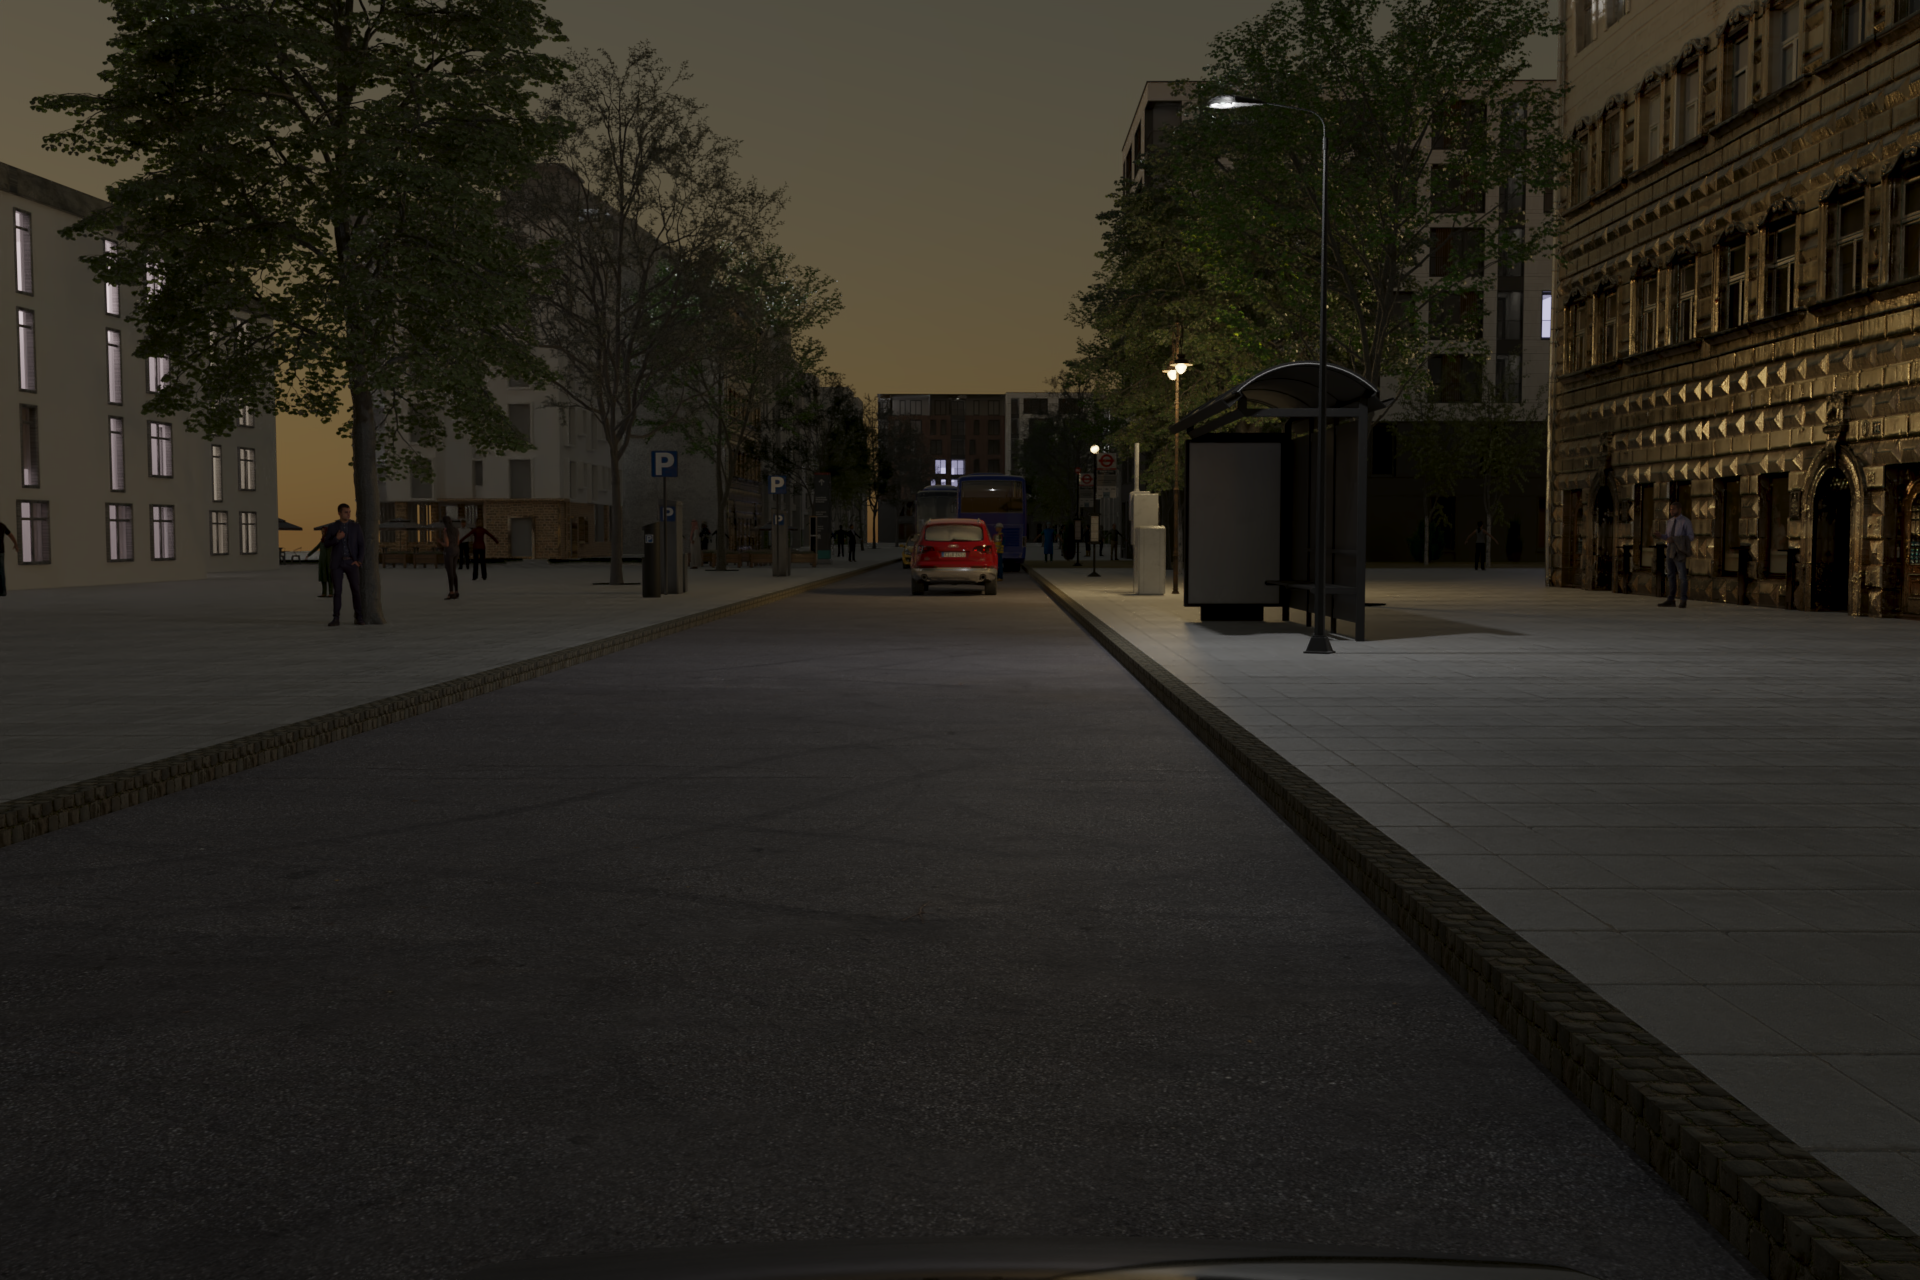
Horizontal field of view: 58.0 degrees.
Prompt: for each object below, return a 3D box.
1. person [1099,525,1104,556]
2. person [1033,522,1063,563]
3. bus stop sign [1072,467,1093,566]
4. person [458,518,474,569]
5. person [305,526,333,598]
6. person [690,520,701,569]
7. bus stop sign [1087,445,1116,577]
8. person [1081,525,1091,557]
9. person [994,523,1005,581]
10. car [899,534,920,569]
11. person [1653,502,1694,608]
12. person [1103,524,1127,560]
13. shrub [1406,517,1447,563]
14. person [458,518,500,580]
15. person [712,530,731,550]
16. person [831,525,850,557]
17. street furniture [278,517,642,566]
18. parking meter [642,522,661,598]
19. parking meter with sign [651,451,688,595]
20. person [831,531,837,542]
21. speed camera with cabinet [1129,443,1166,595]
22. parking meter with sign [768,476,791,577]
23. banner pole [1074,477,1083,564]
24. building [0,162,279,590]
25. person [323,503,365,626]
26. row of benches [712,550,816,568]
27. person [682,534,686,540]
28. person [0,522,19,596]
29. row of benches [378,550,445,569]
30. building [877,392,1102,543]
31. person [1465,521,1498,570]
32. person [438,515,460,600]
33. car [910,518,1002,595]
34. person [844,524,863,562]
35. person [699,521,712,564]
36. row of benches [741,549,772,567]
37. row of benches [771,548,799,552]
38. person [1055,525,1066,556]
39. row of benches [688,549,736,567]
[{"bbox_3d":[8.189,-5.738,99.947,0.705,1.813,1.348,0,4,-2],"label":"person"},{"bbox_3d":[3.949,-4.349,77.233,1.347,1.817,0.704,1,4,13],"label":"person"},{"bbox_3d":[4.940,-4.935,69.396,0.855,3.939,0.416,0,4,1],"label":"bus stop sign"},{"bbox_3d":[-17.968,-3.480,62.694,1.343,1.855,0.704,0,4,-5],"label":"person"},{"bbox_3d":[-12.855,-1.576,34.986,0.989,1.438,0.599,2,4,29],"label":"person"},{"bbox_3d":[-9.801,-3.527,63.812,0.704,1.811,1.347,-1,4,-11],"label":"person"},{"bbox_3d":[4.259,-3.871,51.995,0.855,3.939,0.416,0,4,1],"label":"bus stop sign"},{"bbox_3d":[7.224,-5.622,98.053,0.704,1.812,1.346,3,5,43],"label":"person"},{"bbox_3d":[1.102,-2.675,52.652,0.721,1.772,1.216,-1,4,-18],"label":"person"},{"bbox_3d":[-1.500,-3.796,72.292,2.015,1.641,3.980,0,4,1],"label":"car"},{"bbox_3d":[12.371,-1.482,30.135,0.599,1.838,0.709,-1,4,-22],"label":"person"},{"bbox_3d":[7.562,-4.805,84.832,1.348,1.796,0.705,-1,4,-23],"label":"person"},{"bbox_3d":[20.556,-4.423,76.359,1.661,2.075,1.752,0,3,0],"label":"shrub"},{"bbox_3d":[-13.379,-2.527,48.129,1.215,1.729,0.721,-2,4,-29],"label":"person"},{"bbox_3d":[-13.326,-5.477,95.772,1.346,1.802,0.704,0,4,5],"label":"person"},{"bbox_3d":[-6.709,-5.584,97.478,1.347,1.806,0.705,-1,4,-12],"label":"person"},{"bbox_3d":[-26.512,-4.301,75.345,27.439,1.986,14.083,-1,4,-13],"label":"street furniture"},{"bbox_3d":[-6.244,-1.628,35.023,0.372,1.533,0.369,0,3,0],"label":"parking meter"},{"bbox_3d":[-6.186,-2.502,37.167,0.543,3.016,1.738,0,3,0],"label":"parking meter with sign"},{"bbox_3d":[-6.077,-4.428,78.363,1.349,1.833,0.705,-3,5,-41],"label":"person"},{"bbox_3d":[4.023,-2.615,37.086,0.660,3.252,2.038,0,4,1],"label":"speed camera with cabinet"},{"bbox_3d":[-5.427,-3.439,52.485,0.543,3.016,1.738,0,4,1],"label":"parking meter with sign"},{"bbox_3d":[5.157,-5.203,75.078,0.401,3.779,0.863,0,4,0],"label":"banner pole"},{"bbox_3d":[-25.895,-6.554,49.301,9.099,9.664,28.070,0,4,1],"label":"building"},{"bbox_3d":[-8.614,-1.057,24.244,0.541,1.710,0.530,-1,4,-9],"label":"person"},{"bbox_3d":[-7.402,-3.100,66.154,4.104,0.672,1.422,-1,4,-12],"label":"row of benches"},{"bbox_3d":[-16.429,-5.852,101.609,0.705,1.837,1.347,1,4,17],"label":"person"},{"bbox_3d":[-19.843,-1.796,35.590,0.705,1.803,1.348,1,4,16],"label":"person"},{"bbox_3d":[-21.005,-3.036,65.101,4.104,0.672,1.422,1,4,22],"label":"row of benches"},{"bbox_3d":[4.044,-25.370,261.232,32.646,21.610,27.936,0,4,-2],"label":"building"},{"bbox_3d":[18.421,-3.328,61.220,1.217,1.737,0.721,3,4,38],"label":"person"},{"bbox_3d":[-10.009,-1.615,33.920,0.415,1.643,0.593,-1,4,-20],"label":"person"},{"bbox_3d":[-0.110,-2.047,42.142,2.281,1.827,5.304,0,4,1],"label":"car"},{"bbox_3d":[-4.934,-4.487,80.090,0.721,1.740,1.216,3,5,42],"label":"person"},{"bbox_3d":[-11.018,-4.205,74.524,0.705,1.856,1.354,-3,5,-42],"label":"person"},{"bbox_3d":[-8.116,-3.354,70.293,1.422,0.672,4.104,1,4,9],"label":"row of benches"},{"bbox_3d":[-7.851,-3.730,76.453,1.422,0.672,4.104,0,4,7],"label":"row of benches"},{"bbox_3d":[6.000,-5.721,99.679,1.345,1.843,0.704,-2,4,-30],"label":"person"},{"bbox_3d":[-9.995,-3.346,70.176,1.422,0.672,4.104,1,4,12],"label":"row of benches"}]
